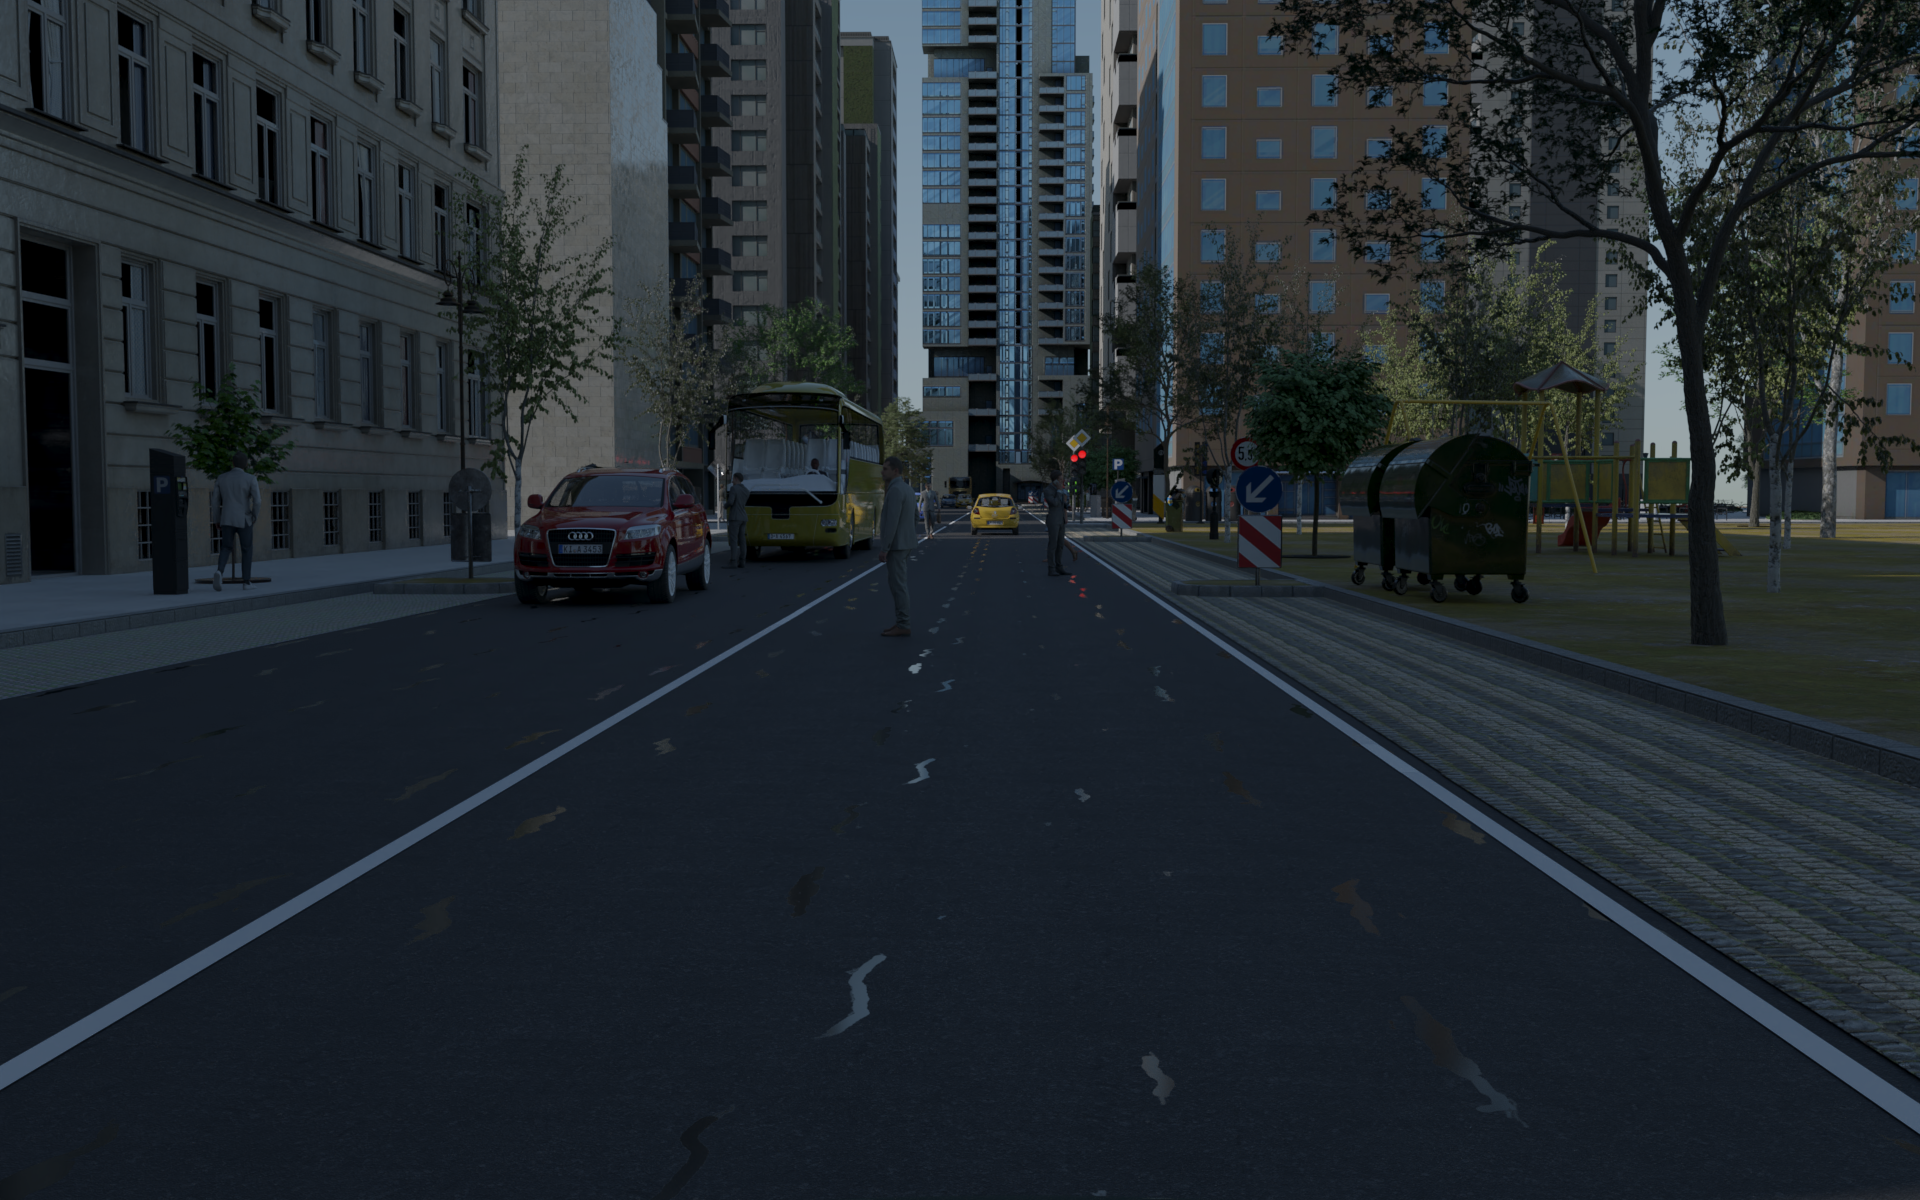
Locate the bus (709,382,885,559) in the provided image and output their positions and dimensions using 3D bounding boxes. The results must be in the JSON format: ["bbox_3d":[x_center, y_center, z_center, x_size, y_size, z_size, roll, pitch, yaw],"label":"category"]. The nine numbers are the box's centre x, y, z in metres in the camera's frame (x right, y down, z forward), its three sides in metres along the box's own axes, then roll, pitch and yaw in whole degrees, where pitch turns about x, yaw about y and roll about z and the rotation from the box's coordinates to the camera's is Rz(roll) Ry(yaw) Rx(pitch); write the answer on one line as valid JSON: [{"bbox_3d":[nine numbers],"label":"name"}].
[{"bbox_3d":[-3.518,-3.058,41.550,2.896,3.916,12.252,0,4,2],"label":"bus"}]

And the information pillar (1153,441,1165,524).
[{"bbox_3d":[8.603,-5.106,74.832,0.504,3.616,0.183,0,4,1],"label":"information pillar"}]

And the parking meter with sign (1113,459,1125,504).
[{"bbox_3d":[7.808,-5.416,84.815,0.543,3.016,1.738,0,4,0],"label":"parking meter with sign"}]

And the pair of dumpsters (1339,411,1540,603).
[{"bbox_3d":[6.095,-1.212,22.312,1.574,2.255,4.437,0,4,1],"label":"pair of dumpsters"}]

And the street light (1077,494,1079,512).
[{"bbox_3d":[8.469,-9.244,123.926,0.468,5.910,1.993,0,4,1],"label":"street light"}]

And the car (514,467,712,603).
[{"bbox_3d":[-4.775,-0.961,24.380,2.281,1.827,5.304,0,3,0],"label":"car"}]

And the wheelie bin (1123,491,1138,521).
[{"bbox_3d":[7.970,-4.529,81.962,0.693,1.594,0.980,2,4,31],"label":"wheelie bin"}]

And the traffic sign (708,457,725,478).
[{"bbox_3d":[-8.537,-3.753,61.094,0.795,2.593,0.064,1,4,9],"label":"traffic sign"}]

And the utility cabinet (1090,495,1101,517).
[{"bbox_3d":[7.506,-5.174,95.758,0.306,1.237,1.020,-1,4,-14],"label":"utility cabinet"}]

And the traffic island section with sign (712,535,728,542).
[{"bbox_3d":[-6.682,-2.697,52.731,1.989,1.847,2.006,0,4,1],"label":"traffic island section with sign"}]

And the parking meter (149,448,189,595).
[{"bbox_3d":[-10.091,-1.004,22.122,0.399,1.863,0.255,1,4,9],"label":"parking meter"}]

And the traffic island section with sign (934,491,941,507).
[{"bbox_3d":[-2.868,-12.415,211.605,1.989,1.847,2.006,0,4,1],"label":"traffic island section with sign"}]

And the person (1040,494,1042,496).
[{"bbox_3d":[11.011,-13.501,226.418,1.348,1.869,0.705,-2,4,-35],"label":"person"}]

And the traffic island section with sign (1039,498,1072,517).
[{"bbox_3d":[6.044,-6.031,107.234,1.989,1.847,2.006,0,4,1],"label":"traffic island section with sign"}]

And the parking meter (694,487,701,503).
[{"bbox_3d":[-9.050,-3.112,59.293,0.372,1.533,0.369,0,3,0],"label":"parking meter"}]

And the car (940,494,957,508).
[{"bbox_3d":[-1.147,-10.440,182.698,2.014,1.417,4.499,0,4,0],"label":"car"}]

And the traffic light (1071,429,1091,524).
[{"bbox_3d":[5.222,-5.237,74.547,0.839,4.253,0.868,0,4,1],"label":"traffic light"}]

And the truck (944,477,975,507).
[{"bbox_3d":[0.027,-12.310,197.184,3.469,3.379,9.791,0,4,1],"label":"truck"}]

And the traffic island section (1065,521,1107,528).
[{"bbox_3d":[5.262,-3.204,74.660,2.009,0.180,2.903,0,4,1],"label":"traffic island section"}]

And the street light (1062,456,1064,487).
[{"bbox_3d":[9.349,-11.282,157.252,0.468,5.910,1.993,0,4,1],"label":"street light"}]

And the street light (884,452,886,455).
[{"bbox_3d":[-6.616,-10.813,149.580,0.468,5.910,1.993,0,4,1],"label":"street light"}]

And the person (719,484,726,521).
[{"bbox_3d":[-11.222,-4.619,82.114,0.519,1.759,0.362,2,4,31],"label":"person"}]

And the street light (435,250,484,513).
[{"bbox_3d":[-9.512,-3.688,33.079,0.468,5.910,1.993,0,4,1],"label":"street light"}]

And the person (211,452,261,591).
[{"bbox_3d":[-9.619,-1.047,23.004,0.661,1.843,0.795,0,4,-1],"label":"person"}]

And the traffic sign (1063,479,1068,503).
[{"bbox_3d":[8.760,-8.648,141.495,0.768,2.556,0.104,0,4,2],"label":"traffic sign"}]

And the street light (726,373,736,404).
[{"bbox_3d":[-8.668,-5.706,66.082,0.468,5.910,1.993,0,4,1],"label":"street light"}]

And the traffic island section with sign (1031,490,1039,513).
[{"bbox_3d":[6.691,-7.679,134.182,1.989,1.847,2.006,0,4,1],"label":"traffic island section with sign"}]

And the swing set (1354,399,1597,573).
[{"bbox_3d":[8.486,-1.920,29.006,3.119,2.851,2.862,-1,4,-15],"label":"swing set"}]

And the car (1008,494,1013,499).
[{"bbox_3d":[4.550,-10.494,181.361,2.009,1.686,4.222,0,4,2],"label":"car"}]

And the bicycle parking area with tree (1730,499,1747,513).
[{"bbox_3d":[47.601,-7.184,104.467,8.231,4.147,9.016,3,5,45],"label":"bicycle parking area with tree"}]

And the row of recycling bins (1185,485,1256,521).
[{"bbox_3d":[12.425,-4.581,82.013,3.534,1.692,1.069,1,4,9],"label":"row of recycling bins"}]

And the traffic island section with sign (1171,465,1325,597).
[{"bbox_3d":[4.076,-0.994,24.880,1.989,1.847,2.006,0,4,1],"label":"traffic island section with sign"}]

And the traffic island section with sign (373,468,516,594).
[{"bbox_3d":[-7.341,-1.034,25.539,1.989,1.847,2.006,0,4,1],"label":"traffic island section with sign"}]

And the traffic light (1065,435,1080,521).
[{"bbox_3d":[5.413,-5.725,82.530,0.839,4.253,0.868,0,4,1],"label":"traffic light"}]

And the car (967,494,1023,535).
[{"bbox_3d":[1.249,-3.163,61.942,2.015,1.641,3.980,0,4,1],"label":"car"}]

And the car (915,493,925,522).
[{"bbox_3d":[-2.489,-4.990,91.184,1.945,1.707,3.694,0,3,0],"label":"car"}]

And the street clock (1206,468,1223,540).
[{"bbox_3d":[7.173,-2.708,48.851,0.471,2.002,0.358,-3,5,-40],"label":"street clock"}]

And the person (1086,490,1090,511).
[{"bbox_3d":[9.773,-7.648,132.905,0.330,1.601,0.589,3,4,36],"label":"person"}]

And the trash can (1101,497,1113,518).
[{"bbox_3d":[7.881,-4.967,92.858,0.748,1.137,0.748,0,3,0],"label":"trash can"}]

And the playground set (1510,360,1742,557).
[{"bbox_3d":[13.288,-3.116,37.723,5.302,4.214,5.637,0,4,1],"label":"playground set"}]

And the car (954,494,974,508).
[{"bbox_3d":[0.462,-10.011,173.895,2.015,1.641,3.980,0,4,2],"label":"car"}]

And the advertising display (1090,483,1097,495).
[{"bbox_3d":[8.002,-6.038,103.935,0.123,1.923,0.974,1,4,22],"label":"advertising display"}]

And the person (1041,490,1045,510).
[{"bbox_3d":[6.764,-8.073,140.763,0.793,1.790,0.793,3,5,39],"label":"person"}]

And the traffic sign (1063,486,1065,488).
[{"bbox_3d":[9.180,-9.057,148.082,0.884,2.594,0.081,0,4,5],"label":"traffic sign"}]

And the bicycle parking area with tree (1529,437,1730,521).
[{"bbox_3d":[36.068,-6.697,96.497,8.231,4.147,9.016,-2,4,-24],"label":"bicycle parking area with tree"}]

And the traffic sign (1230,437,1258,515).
[{"bbox_3d":[6.363,-2.343,38.410,0.768,2.556,0.104,0,4,3],"label":"traffic sign"}]

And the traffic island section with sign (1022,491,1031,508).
[{"bbox_3d":[7.901,-10.749,184.368,1.989,1.847,2.006,0,4,1],"label":"traffic island section with sign"}]

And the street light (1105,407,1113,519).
[{"bbox_3d":[7.668,-7.165,89.937,0.468,5.910,1.993,0,4,1],"label":"street light"}]

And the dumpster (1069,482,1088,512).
[{"bbox_3d":[8.570,-7.564,126.157,1.502,2.255,1.985,0,4,1],"label":"dumpster"}]

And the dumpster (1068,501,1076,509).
[{"bbox_3d":[9.188,-8.508,144.865,1.264,1.857,1.865,0,4,1],"label":"dumpster"}]

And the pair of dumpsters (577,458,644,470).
[{"bbox_3d":[-9.243,-2.658,45.959,1.574,2.255,4.437,0,4,1],"label":"pair of dumpsters"}]

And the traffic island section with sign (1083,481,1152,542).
[{"bbox_3d":[4.731,-2.675,52.359,1.989,1.847,2.006,0,4,1],"label":"traffic island section with sign"}]

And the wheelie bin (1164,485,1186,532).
[{"bbox_3d":[7.305,-3.110,58.761,0.693,1.594,0.980,1,4,13],"label":"wheelie bin"}]

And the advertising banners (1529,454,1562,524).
[{"bbox_3d":[24.724,-4.761,74.029,2.074,3.025,0.090,0,4,-6],"label":"advertising banners"}]
